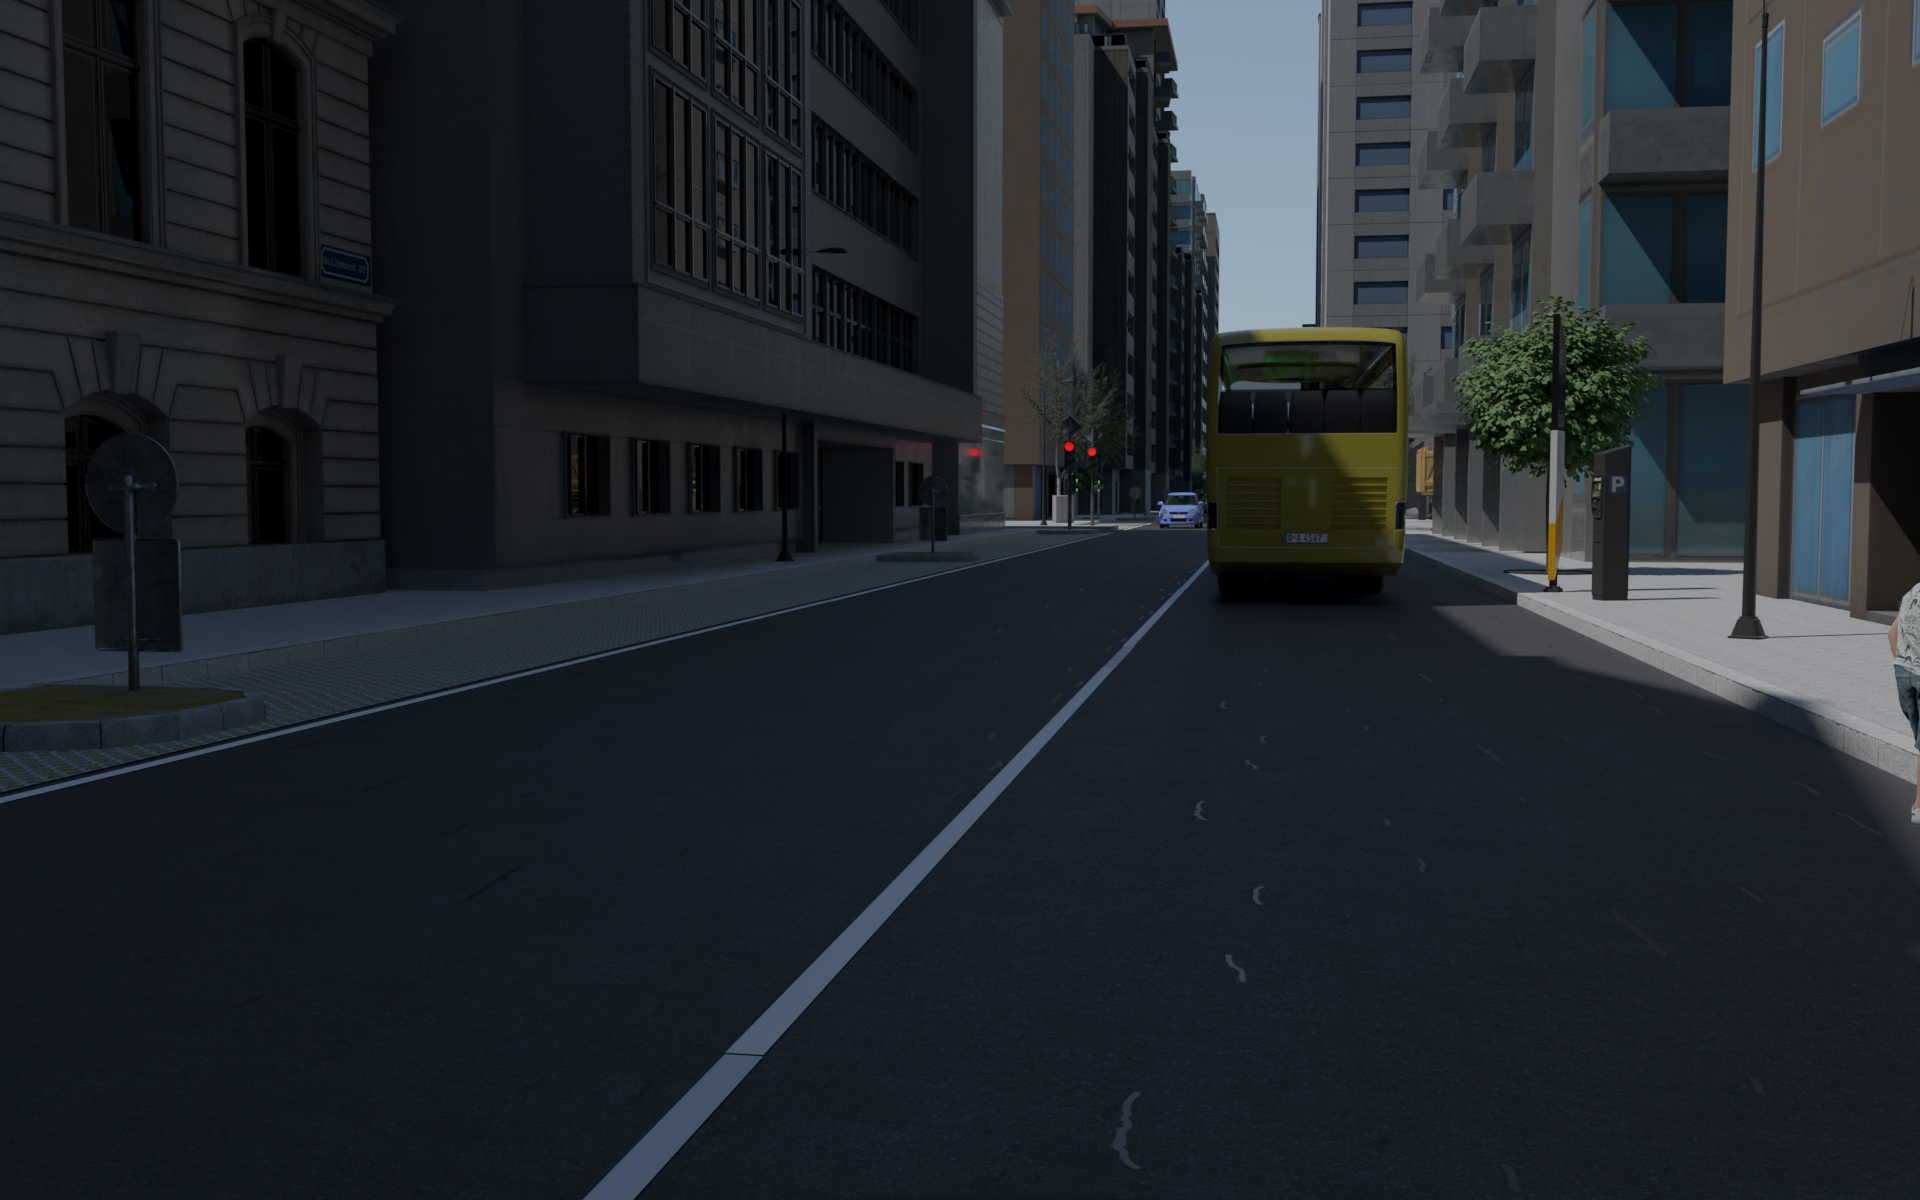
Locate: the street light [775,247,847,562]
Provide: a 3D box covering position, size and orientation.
[{"bbox_3d":[-2.810,-3.684,32.767,1.470,5.913,1.316,1,4,10],"label":"street light"}]

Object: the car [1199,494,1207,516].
[{"bbox_3d":[16.235,-6.233,110.712,1.959,1.807,4.718,1,4,10],"label":"car"}]

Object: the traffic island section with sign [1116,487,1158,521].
[{"bbox_3d":[9.410,-5.144,92.726,1.989,1.847,2.006,1,4,10],"label":"traffic island section with sign"}]

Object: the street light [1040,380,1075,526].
[{"bbox_3d":[3.962,-5.996,70.570,1.470,5.913,1.316,1,4,10],"label":"street light"}]

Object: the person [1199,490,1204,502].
[{"bbox_3d":[24.356,-10.252,175.745,1.348,1.869,0.705,1,4,13],"label":"person"}]

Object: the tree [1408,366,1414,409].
[{"bbox_3d":[18.547,-7.815,78.130,4.737,8.622,4.395,0,3,0],"label":"tree"}]

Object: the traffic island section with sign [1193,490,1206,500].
[{"bbox_3d":[23.017,-9.757,168.147,1.989,1.847,2.006,1,4,10],"label":"traffic island section with sign"}]

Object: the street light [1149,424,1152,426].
[{"bbox_3d":[12.001,-8.713,114.993,1.470,5.913,1.316,1,4,10],"label":"street light"}]

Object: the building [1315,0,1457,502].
[{"bbox_3d":[51.756,-40.227,199.705,21.231,58.520,28.212,1,4,10],"label":"building"}]

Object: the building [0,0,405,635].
[{"bbox_3d":[-15.543,-11.437,6.072,14.460,24.649,34.723,1,4,10],"label":"building"}]

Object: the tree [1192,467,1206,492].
[{"bbox_3d":[28.438,-13.852,210.197,4.285,4.588,4.351,0,3,0],"label":"tree"}]

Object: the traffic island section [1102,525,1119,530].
[{"bbox_3d":[5.346,-2.931,70.206,2.009,0.180,2.903,1,4,10],"label":"traffic island section"}]

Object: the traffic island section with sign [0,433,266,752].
[{"bbox_3d":[-5.412,-0.116,10.533,1.989,1.847,2.006,1,4,10],"label":"traffic island section with sign"}]

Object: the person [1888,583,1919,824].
[{"bbox_3d":[4.254,0.343,7.572,0.352,1.250,0.332,2,4,26],"label":"person"}]

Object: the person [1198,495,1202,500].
[{"bbox_3d":[23.727,-10.049,173.360,0.990,1.755,0.434,0,4,0],"label":"person"}]

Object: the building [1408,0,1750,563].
[{"bbox_3d":[23.469,-25.846,42.195,23.786,49.044,30.456,1,4,10],"label":"building"}]

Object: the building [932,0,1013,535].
[{"bbox_3d":[-7.956,-12.867,59.533,18.267,20.994,9.793,1,4,10],"label":"building"}]

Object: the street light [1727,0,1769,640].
[{"bbox_3d":[6.488,-2.618,15.349,1.470,5.913,1.316,1,4,10],"label":"street light"}]

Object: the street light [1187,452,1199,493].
[{"bbox_3d":[25.445,-13.279,189.649,1.470,5.913,1.316,1,4,10],"label":"street light"}]

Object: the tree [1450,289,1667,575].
[{"bbox_3d":[9.654,-2.709,28.009,4.285,4.588,4.351,0,3,0],"label":"tree"}]

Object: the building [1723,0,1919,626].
[{"bbox_3d":[15.408,-22.195,12.999,14.600,45.320,14.200,1,4,10],"label":"building"}]

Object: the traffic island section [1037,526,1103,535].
[{"bbox_3d":[3.929,-2.451,62.347,2.009,0.180,2.903,1,4,10],"label":"traffic island section"}]

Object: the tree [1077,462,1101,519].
[{"bbox_3d":[6.947,-5.870,90.568,1.663,3.219,1.824,0,3,0],"label":"tree"}]

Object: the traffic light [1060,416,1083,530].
[{"bbox_3d":[3.967,-4.482,62.205,0.839,4.253,0.868,1,4,10],"label":"traffic light"}]

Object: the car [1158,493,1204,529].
[{"bbox_3d":[9.378,-3.896,73.295,1.945,1.707,3.694,1,4,11],"label":"car"}]

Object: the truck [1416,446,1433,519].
[{"bbox_3d":[21.663,-4.093,62.840,9.791,3.379,3.469,1,4,12],"label":"truck"}]

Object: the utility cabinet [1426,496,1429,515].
[{"bbox_3d":[24.157,-5.023,90.812,0.318,1.500,1.173,3,5,43],"label":"utility cabinet"}]

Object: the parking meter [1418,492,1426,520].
[{"bbox_3d":[22.681,-4.852,85.034,0.399,1.863,0.255,0,4,6],"label":"parking meter"}]

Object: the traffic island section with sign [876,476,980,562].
[{"bbox_3d":[-0.618,-1.742,37.105,1.989,1.847,2.006,1,4,10],"label":"traffic island section with sign"}]

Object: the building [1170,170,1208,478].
[{"bbox_3d":[25.135,-38.995,257.171,23.786,49.044,30.456,1,4,10],"label":"building"}]

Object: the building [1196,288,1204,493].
[{"bbox_3d":[25.599,-28.340,235.057,14.160,30.474,14.107,1,4,10],"label":"building"}]

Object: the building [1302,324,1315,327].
[{"bbox_3d":[64.281,-31.754,290.874,14.160,30.474,14.107,1,4,10],"label":"building"}]

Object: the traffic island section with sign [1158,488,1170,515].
[{"bbox_3d":[14.195,-6.766,119.255,1.989,1.847,2.006,1,4,10],"label":"traffic island section with sign"}]

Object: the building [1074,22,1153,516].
[{"bbox_3d":[4.752,-20.730,110.634,14.160,30.474,14.107,1,4,10],"label":"building"}]

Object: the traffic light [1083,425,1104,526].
[{"bbox_3d":[5.384,-4.963,70.064,0.839,4.253,0.868,1,4,10],"label":"traffic light"}]

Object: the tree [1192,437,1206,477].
[{"bbox_3d":[29.992,-16.357,217.797,4.360,8.622,3.978,0,3,0],"label":"tree"}]

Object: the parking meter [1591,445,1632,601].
[{"bbox_3d":[7.839,-0.927,20.875,0.399,1.863,0.255,0,4,-8],"label":"parking meter"}]

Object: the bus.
[{"bbox_3d":[5.452,-2.228,27.981,2.896,3.916,12.252,1,4,10],"label":"bus"}]

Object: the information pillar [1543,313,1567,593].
[{"bbox_3d":[7.821,-1.916,22.678,0.183,3.616,0.504,2,4,30],"label":"information pillar"}]

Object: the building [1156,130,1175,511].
[{"bbox_3d":[8.701,-22.090,132.880,14.160,30.474,14.107,1,4,10],"label":"building"}]

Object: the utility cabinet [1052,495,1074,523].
[{"bbox_3d":[4.593,-4.026,76.990,1.020,1.237,0.306,-3,4,-36],"label":"utility cabinet"}]

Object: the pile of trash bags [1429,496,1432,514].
[{"bbox_3d":[28.082,-5.877,105.835,3.447,1.369,1.912,2,4,32],"label":"pile of trash bags"}]

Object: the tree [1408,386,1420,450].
[{"bbox_3d":[24.565,-10.419,104.759,7.601,10.594,8.767,2,4,35],"label":"tree"}]

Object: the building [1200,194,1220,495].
[{"bbox_3d":[31.126,-40.311,282.789,21.300,48.544,21.600,1,4,10],"label":"building"}]

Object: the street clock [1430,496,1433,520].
[{"bbox_3d":[23.451,-4.978,85.953,0.358,2.002,0.471,3,5,42],"label":"street clock"}]

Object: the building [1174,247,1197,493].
[{"bbox_3d":[19.660,-26.272,201.246,14.160,30.474,14.107,1,4,10],"label":"building"}]

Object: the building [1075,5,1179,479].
[{"bbox_3d":[8.546,-30.908,159.973,22.147,44.769,28.867,1,4,10],"label":"building"}]

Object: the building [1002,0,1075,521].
[{"bbox_3d":[-1.805,-26.837,88.891,14.600,45.320,14.200,1,4,10],"label":"building"}]

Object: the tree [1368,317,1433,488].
[{"bbox_3d":[17.953,-7.447,72.124,4.360,8.622,3.978,0,3,0],"label":"tree"}]

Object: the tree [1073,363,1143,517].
[{"bbox_3d":[8.050,-9.069,98.636,4.737,8.622,4.395,0,3,0],"label":"tree"}]

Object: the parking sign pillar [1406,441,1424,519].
[{"bbox_3d":[22.955,-6.103,88.253,1.447,3.967,1.447,1,4,22],"label":"parking sign pillar"}]

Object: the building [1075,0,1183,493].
[{"bbox_3d":[13.331,-45.583,183.529,20.563,71.187,20.611,1,4,10],"label":"building"}]

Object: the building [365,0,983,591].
[{"bbox_3d":[-8.876,-13.374,37.724,14.314,24.678,30.058,1,4,10],"label":"building"}]

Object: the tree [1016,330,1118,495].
[{"bbox_3d":[4.700,-7.811,78.066,4.360,8.622,3.978,0,3,0],"label":"tree"}]
